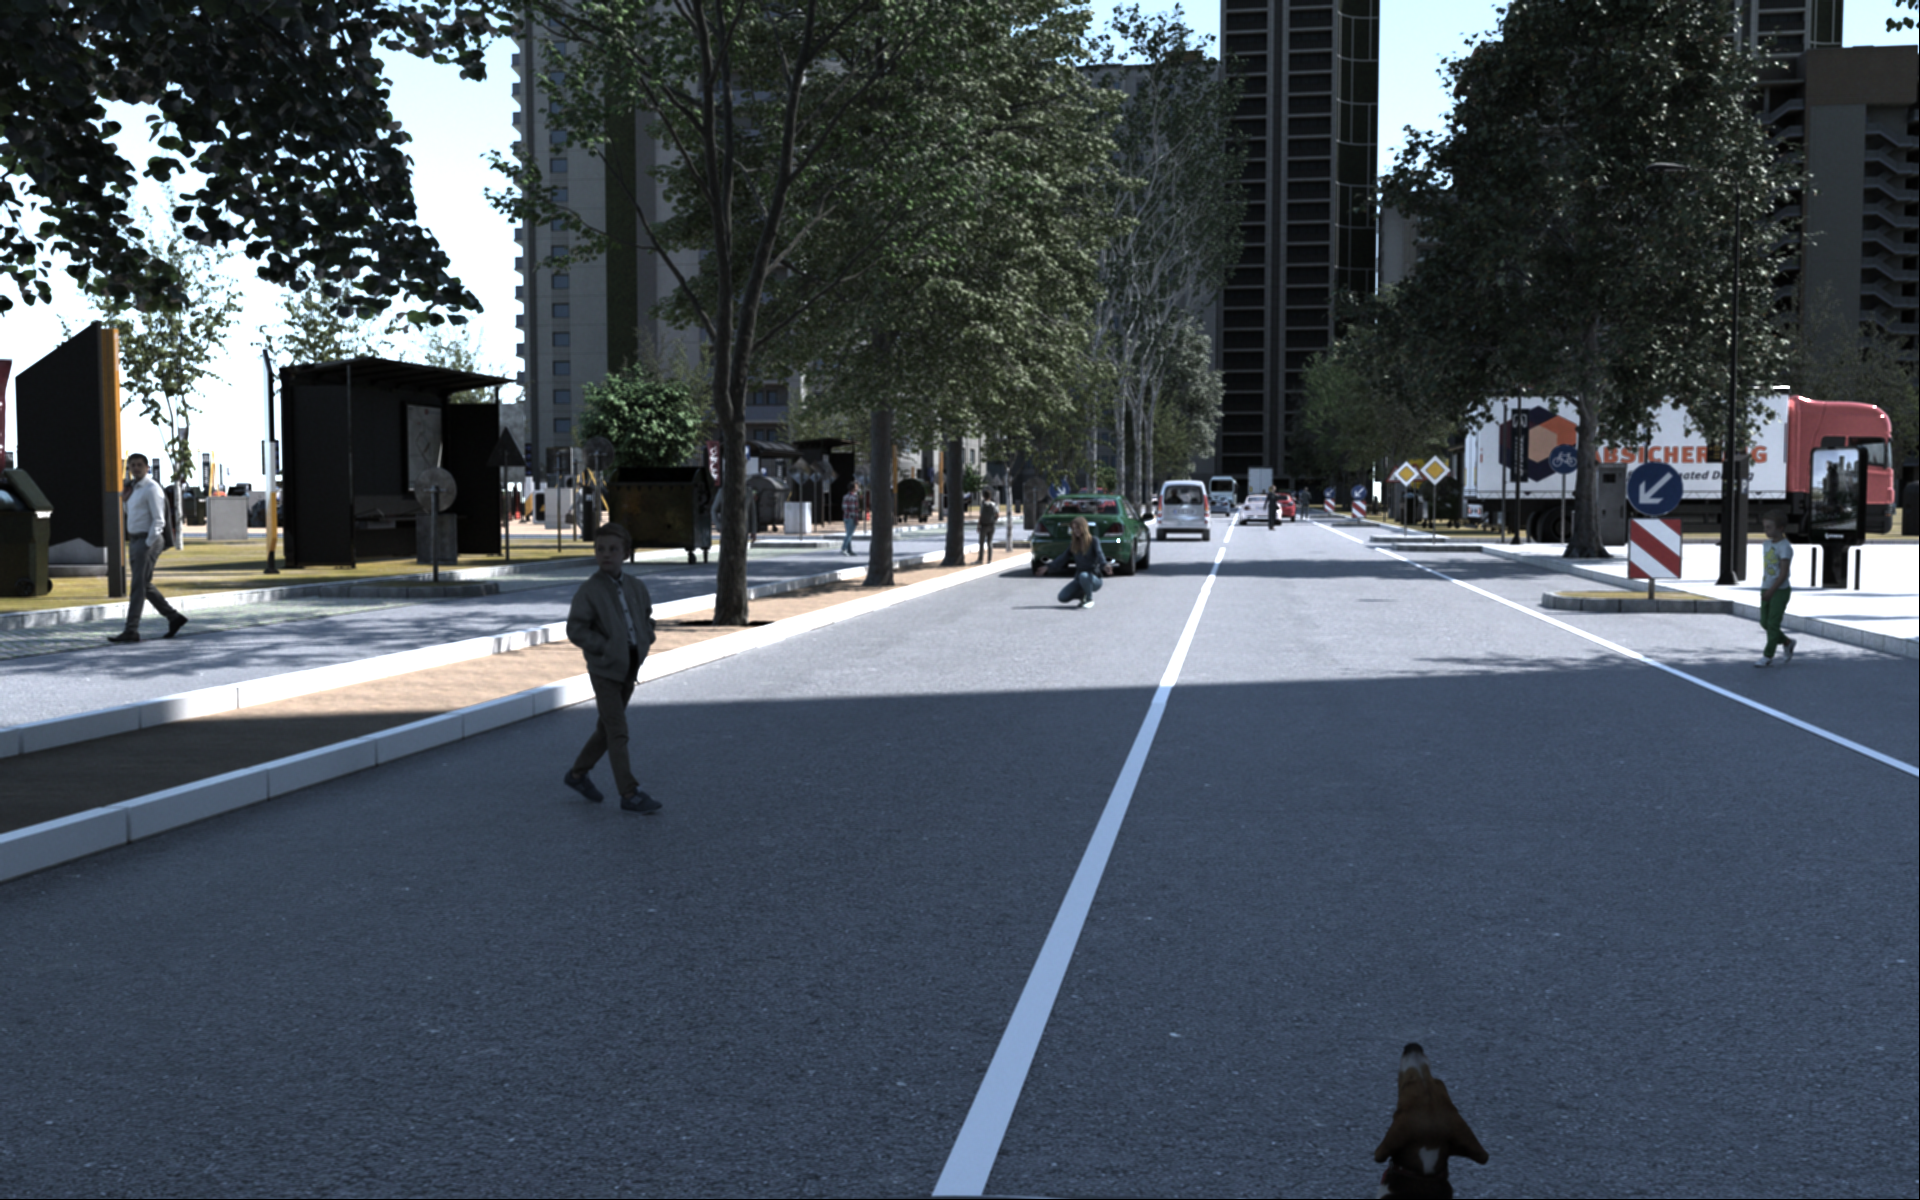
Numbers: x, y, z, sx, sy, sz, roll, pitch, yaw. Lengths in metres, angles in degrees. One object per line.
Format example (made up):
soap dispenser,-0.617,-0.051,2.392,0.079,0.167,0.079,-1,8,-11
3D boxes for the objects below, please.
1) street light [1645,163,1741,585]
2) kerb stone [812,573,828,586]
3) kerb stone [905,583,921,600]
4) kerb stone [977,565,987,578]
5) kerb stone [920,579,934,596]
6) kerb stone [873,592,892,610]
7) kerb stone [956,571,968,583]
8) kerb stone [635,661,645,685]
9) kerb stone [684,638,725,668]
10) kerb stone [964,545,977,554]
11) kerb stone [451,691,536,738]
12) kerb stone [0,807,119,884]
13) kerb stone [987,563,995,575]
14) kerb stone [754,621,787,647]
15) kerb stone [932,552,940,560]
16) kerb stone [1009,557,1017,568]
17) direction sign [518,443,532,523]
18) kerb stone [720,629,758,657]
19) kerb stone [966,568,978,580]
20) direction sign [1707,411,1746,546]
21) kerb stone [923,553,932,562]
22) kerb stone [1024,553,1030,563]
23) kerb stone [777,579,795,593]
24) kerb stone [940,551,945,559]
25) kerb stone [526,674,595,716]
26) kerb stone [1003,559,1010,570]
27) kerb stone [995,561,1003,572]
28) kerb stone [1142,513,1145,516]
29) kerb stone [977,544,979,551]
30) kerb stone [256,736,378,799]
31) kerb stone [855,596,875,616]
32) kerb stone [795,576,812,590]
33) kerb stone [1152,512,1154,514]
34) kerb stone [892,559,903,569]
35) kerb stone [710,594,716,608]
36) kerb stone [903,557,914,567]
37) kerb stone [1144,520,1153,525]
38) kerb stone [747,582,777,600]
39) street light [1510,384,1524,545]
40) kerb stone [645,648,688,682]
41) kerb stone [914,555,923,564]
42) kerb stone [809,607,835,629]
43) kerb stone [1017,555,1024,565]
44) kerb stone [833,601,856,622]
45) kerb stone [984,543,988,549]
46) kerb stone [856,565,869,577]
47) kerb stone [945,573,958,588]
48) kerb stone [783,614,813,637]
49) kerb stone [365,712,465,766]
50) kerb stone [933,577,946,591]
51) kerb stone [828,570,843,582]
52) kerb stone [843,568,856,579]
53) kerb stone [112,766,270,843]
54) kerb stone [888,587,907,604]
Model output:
street light,10.318,-3.172,24.396,1.470,5.913,1.316,1,4,9
kerb stone,-2.285,-0.304,27.169,0.120,0.150,1.000,1,4,9
kerb stone,-0.716,-0.097,23.786,0.120,0.150,1.000,1,4,9
kerb stone,0.285,-0.468,29.842,0.120,0.150,1.000,1,4,9
kerb stone,-0.549,-0.159,24.794,0.120,0.150,1.000,1,4,9
kerb stone,-1.046,0.029,21.768,0.120,0.150,1.000,1,4,9
kerb stone,-0.057,-0.341,27.821,0.120,0.150,1.000,1,4,9
kerb stone,-2.553,0.584,12.665,0.120,0.150,1.000,1,4,9
kerb stone,-2.217,0.460,14.681,0.120,0.150,1.000,1,4,9
kerb stone,0.215,-1.233,42.347,0.120,0.150,1.000,1,4,9
kerb stone,-2.882,0.709,10.643,0.120,0.150,1.000,1,4,9
kerb stone,-3.550,0.955,6.600,0.120,0.150,1.000,1,4,9
kerb stone,0.449,-0.528,30.853,0.120,0.150,1.000,1,4,9
kerb stone,-1.877,0.336,16.697,0.120,0.150,1.000,1,4,9
kerb stone,-0.626,-0.921,37.275,0.120,0.150,1.000,1,4,9
kerb stone,0.949,-0.710,33.894,0.120,0.150,1.000,1,4,9
direction sign,-19.508,-5.208,77.145,0.876,3.537,0.379,0,4,-2
kerb stone,-2.049,0.398,15.690,0.120,0.150,1.000,1,4,9
kerb stone,0.117,-0.406,28.833,0.120,0.150,1.000,1,4,9
direction sign,18.999,-3.118,42.981,0.876,3.537,0.379,1,4,20
kerb stone,-0.791,-0.861,36.266,0.120,0.150,1.000,1,4,9
kerb stone,1.287,-0.839,35.914,0.120,0.150,1.000,1,4,9
kerb stone,-2.621,-0.181,25.152,0.120,0.150,1.000,1,4,9
kerb stone,-0.448,-0.984,38.286,0.120,0.150,1.000,1,4,9
kerb stone,-2.718,0.645,11.651,0.120,0.150,1.000,1,4,9
kerb stone,0.782,-0.653,32.876,0.120,0.150,1.000,1,4,9
kerb stone,0.617,-0.588,31.866,0.120,0.150,1.000,1,4,9
kerb stone,12.654,-5.848,117.817,0.120,0.150,1.000,1,4,9
kerb stone,0.387,-1.293,43.355,0.120,0.150,1.000,1,4,9
kerb stone,-3.215,0.836,8.623,0.120,0.150,1.000,1,4,9
kerb stone,-1.218,0.088,20.760,0.120,0.150,1.000,1,4,9
kerb stone,-2.454,-0.242,26.160,0.120,0.150,1.000,1,4,9
kerb stone,14.161,-6.401,126.939,0.120,0.150,1.000,1,4,9
kerb stone,-1.293,-0.673,33.237,0.120,0.150,1.000,1,4,9
kerb stone,-3.110,0.007,22.119,0.120,0.150,1.000,1,4,9
kerb stone,-1.116,-0.731,34.244,0.120,0.150,1.000,1,4,9
kerb stone,9.042,-3.719,83.048,0.120,0.150,1.000,1,4,9
kerb stone,-2.781,-0.118,24.141,0.120,0.150,1.000,1,4,9
street light,13.579,-4.359,43.813,1.470,5.913,1.316,1,4,9
kerb stone,-2.382,0.521,13.673,0.120,0.150,1.000,1,4,9
kerb stone,-0.958,-0.791,35.258,0.120,0.150,1.000,1,4,9
kerb stone,-1.556,0.216,18.736,0.120,0.150,1.000,1,4,9
kerb stone,1.115,-0.777,34.906,0.120,0.150,1.000,1,4,9
kerb stone,-1.380,0.150,19.745,0.120,0.150,1.000,1,4,9
kerb stone,0.545,-1.353,44.367,0.120,0.150,1.000,1,4,9
kerb stone,-1.780,-0.484,30.199,0.120,0.150,1.000,1,4,9
kerb stone,-0.217,-0.276,26.811,0.120,0.150,1.000,1,4,9
kerb stone,-1.715,0.274,17.716,0.120,0.150,1.000,1,4,9
kerb stone,-3.047,0.774,9.634,0.120,0.150,1.000,1,4,9
kerb stone,-0.386,-0.221,25.803,0.120,0.150,1.000,1,4,9
kerb stone,-2.126,-0.366,28.179,0.120,0.150,1.000,1,4,9
kerb stone,-1.958,-0.425,29.187,0.120,0.150,1.000,1,4,9
kerb stone,-3.380,0.895,7.615,0.120,0.150,1.000,1,4,9
kerb stone,-0.890,-0.036,22.779,0.120,0.150,1.000,1,4,9
